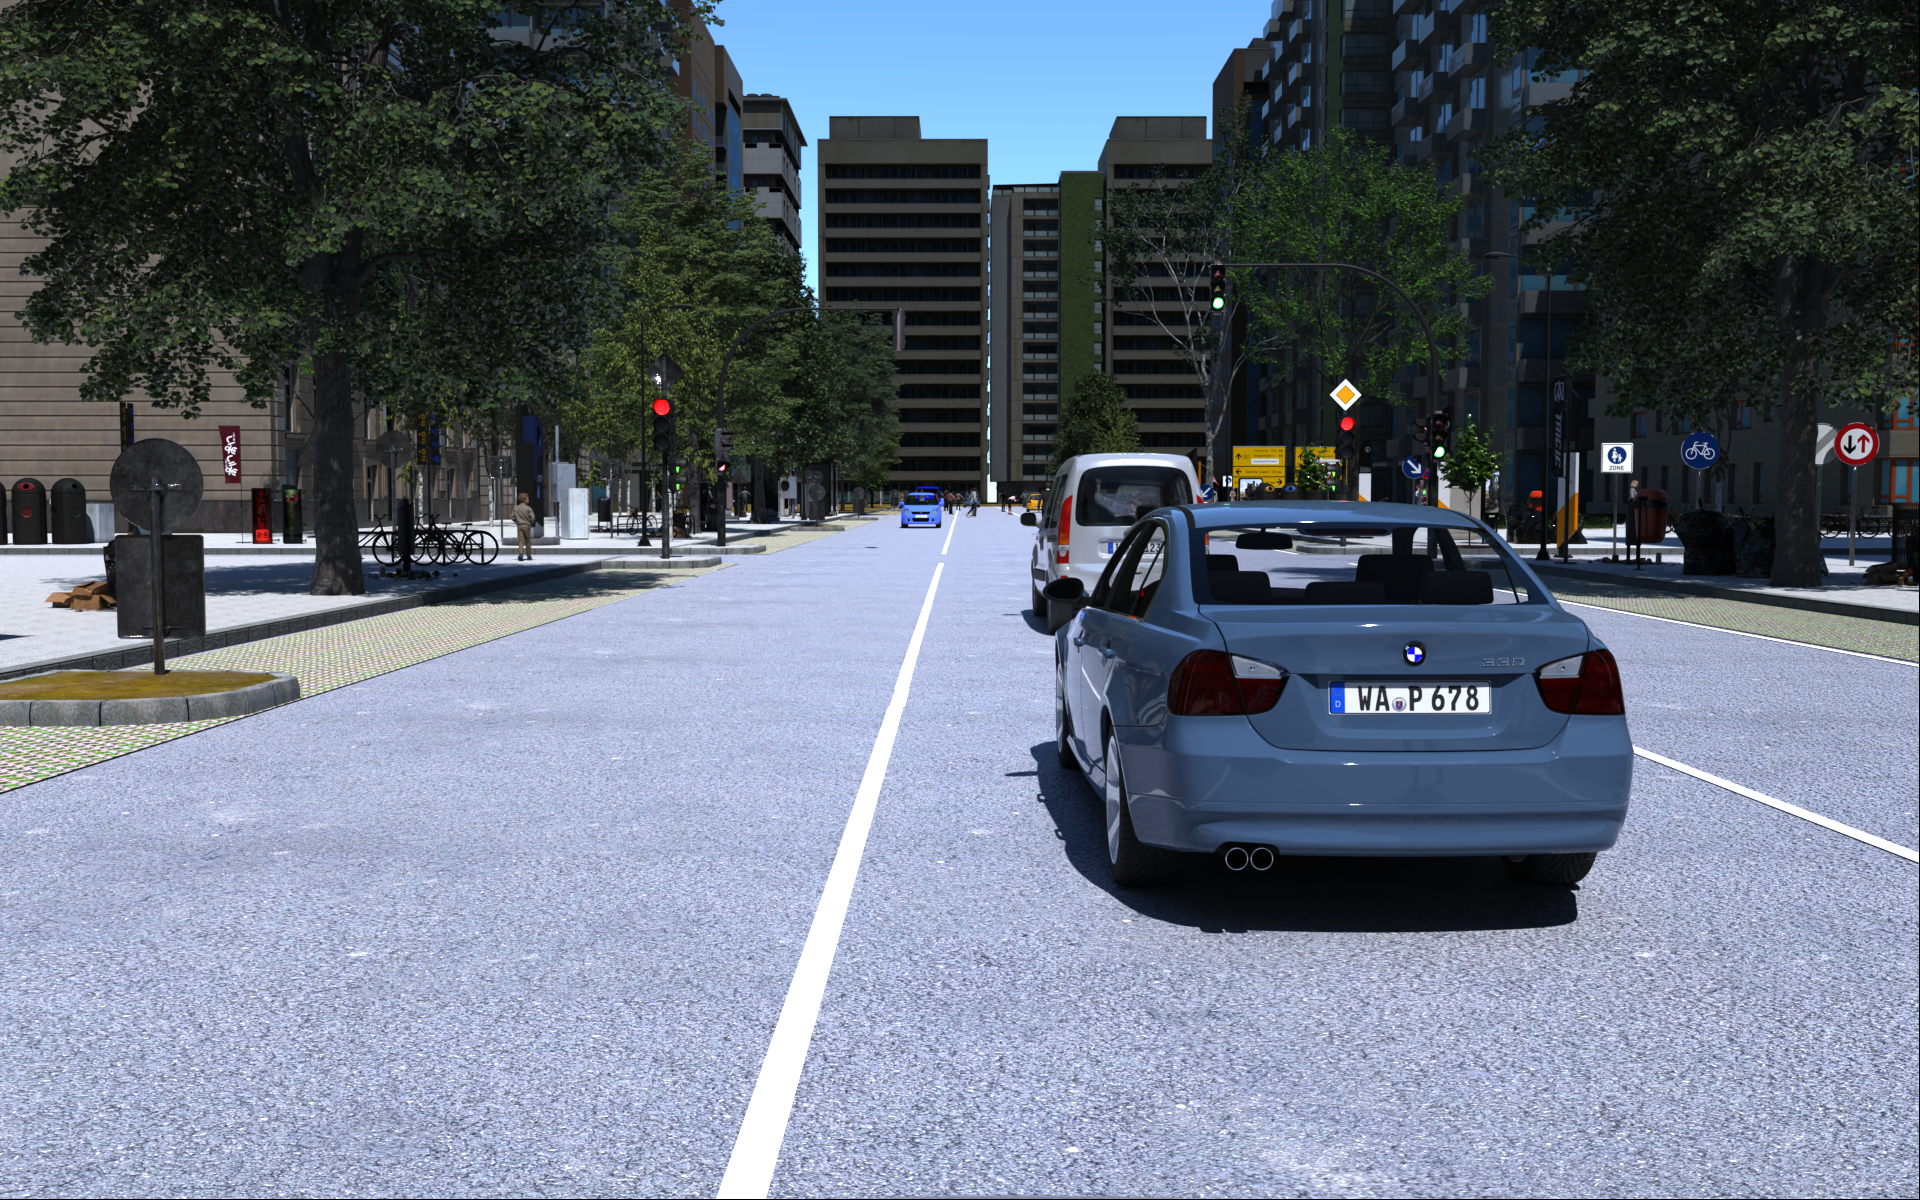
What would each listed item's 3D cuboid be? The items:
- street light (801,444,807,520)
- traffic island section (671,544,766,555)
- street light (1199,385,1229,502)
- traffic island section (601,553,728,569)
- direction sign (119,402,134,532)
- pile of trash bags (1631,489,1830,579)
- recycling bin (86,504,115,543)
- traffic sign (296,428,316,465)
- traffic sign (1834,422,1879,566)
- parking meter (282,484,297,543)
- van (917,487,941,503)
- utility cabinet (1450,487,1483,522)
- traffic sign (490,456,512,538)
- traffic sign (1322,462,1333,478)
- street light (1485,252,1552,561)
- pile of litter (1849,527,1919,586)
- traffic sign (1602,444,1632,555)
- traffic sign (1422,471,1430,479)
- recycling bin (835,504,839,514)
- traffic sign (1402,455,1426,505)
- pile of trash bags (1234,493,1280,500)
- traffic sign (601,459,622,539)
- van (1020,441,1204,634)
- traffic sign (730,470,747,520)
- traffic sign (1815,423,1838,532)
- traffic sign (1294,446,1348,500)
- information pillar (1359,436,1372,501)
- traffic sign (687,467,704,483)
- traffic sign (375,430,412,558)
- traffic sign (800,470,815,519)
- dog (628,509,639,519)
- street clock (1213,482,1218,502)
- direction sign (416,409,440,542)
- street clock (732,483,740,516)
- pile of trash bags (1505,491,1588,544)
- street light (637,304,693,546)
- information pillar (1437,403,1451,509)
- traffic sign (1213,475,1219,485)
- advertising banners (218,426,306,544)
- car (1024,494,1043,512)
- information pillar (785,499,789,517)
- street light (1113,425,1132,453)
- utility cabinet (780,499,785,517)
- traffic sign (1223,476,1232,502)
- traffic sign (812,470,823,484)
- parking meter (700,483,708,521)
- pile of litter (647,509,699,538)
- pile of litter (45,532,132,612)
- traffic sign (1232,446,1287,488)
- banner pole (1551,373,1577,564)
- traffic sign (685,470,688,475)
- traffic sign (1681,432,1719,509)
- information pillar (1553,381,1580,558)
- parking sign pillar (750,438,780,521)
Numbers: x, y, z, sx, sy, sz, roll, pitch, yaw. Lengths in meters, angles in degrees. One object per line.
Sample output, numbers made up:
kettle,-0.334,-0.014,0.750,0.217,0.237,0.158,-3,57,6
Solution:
street light,-7.156,-6.893,85.236,1.470,5.913,1.316,0,3,0
traffic island section,-5.850,-1.230,42.390,2.009,0.180,2.903,0,3,0
street light,10.826,-6.185,73.671,1.470,5.913,1.316,0,3,0
traffic island section,-5.862,-0.742,34.405,2.009,0.180,2.903,0,3,0
direction sign,-20.638,-3.119,42.987,0.379,3.537,0.876,0,4,-7
pile of trash bags,12.265,-1.117,28.011,1.912,1.369,3.447,-2,4,-26
recycling bin,-22.770,-2.018,45.546,0.722,1.027,0.722,1,4,9
traffic sign,-11.839,-1.955,31.976,0.884,2.594,0.081,0,4,5
traffic sign,15.935,-1.882,30.870,0.768,2.556,0.104,0,4,7
parking meter,-17.647,-2.276,45.616,0.372,1.533,0.369,0,3,0
van,-2.574,-8.317,140.360,2.240,2.365,5.245,0,4,1
utility cabinet,14.030,-2.430,48.404,1.173,1.500,0.318,-1,4,-13
traffic sign,-12.239,-2.698,46.238,0.606,2.300,0.079,1,4,9
traffic sign,14.530,-4.226,69.205,0.768,2.556,0.104,1,4,9
street light,10.771,-3.724,33.422,1.470,5.913,1.316,0,3,0
pile of litter,13.479,-0.656,24.697,1.719,0.858,1.176,0,4,-5
traffic sign,13.173,-1.998,34.798,0.606,2.300,0.079,1,4,9
traffic sign,16.236,-3.660,59.942,0.768,2.556,0.104,1,4,9
recycling bin,-8.190,-5.962,110.034,0.722,1.027,0.722,-2,4,-34
traffic sign,14.870,-3.465,56.757,0.768,2.556,0.104,1,4,9
pile of trash bags,14.353,-4.514,83.552,1.912,1.369,3.447,-1,4,-15
traffic sign,-10.034,-2.920,49.864,0.606,2.300,0.079,0,4,1
van,1.699,-0.740,19.108,2.013,2.044,4.112,0,4,-1
traffic sign,-10.886,-5.207,85.139,0.884,2.594,0.081,0,4,2
traffic sign,15.453,-1.900,31.173,0.768,2.556,0.104,0,4,7
traffic sign,15.424,-4.903,74.034,2.265,3.308,0.079,0,4,8
information pillar,16.284,-4.784,69.574,0.504,3.616,0.183,1,4,11
traffic sign,-9.884,-3.829,64.740,0.606,2.300,0.079,0,4,5
traffic sign,-11.313,-2.110,34.604,0.768,2.556,0.104,0,4,7
traffic sign,-7.971,-5.525,90.445,0.768,2.556,0.104,0,4,6
dog,-16.970,-4.478,90.039,0.540,0.507,0.406,-1,4,-19
street clock,14.730,-5.882,100.747,0.471,2.002,0.358,0,4,5
direction sign,-14.272,-3.336,46.544,0.379,3.537,0.876,1,4,22
street clock,-11.556,-5.181,89.277,0.471,2.002,0.358,-1,4,-13
pile of trash bags,15.406,-2.206,45.821,1.912,1.369,3.447,1,4,11
street light,-7.236,-4.279,42.497,1.470,5.913,1.316,0,3,0
information pillar,12.358,-3.249,44.469,0.504,3.616,0.183,0,4,1
traffic sign,15.353,-6.455,105.550,0.884,2.594,0.081,0,4,4
advertising banners,-17.897,-2.951,44.434,2.074,3.025,0.090,-1,4,-9
car,6.037,-7.627,134.929,2.015,1.641,3.980,0,4,1
information pillar,-9.822,-5.682,97.399,0.304,2.012,0.304,-2,4,-28
street light,11.013,-8.839,117.062,1.470,5.913,1.316,0,3,0
utility cabinet,-10.282,-5.216,96.442,1.020,1.237,0.306,0,4,1
traffic sign,15.220,-5.883,98.319,0.606,2.300,0.079,0,4,6
traffic sign,-7.742,-5.687,93.086,0.768,2.556,0.104,0,4,7
parking meter,-12.112,-4.656,81.835,0.399,1.863,0.255,-2,4,-32
pile of litter,-8.519,-2.269,51.058,1.719,0.858,1.176,3,5,41
pile of litter,-9.729,-0.345,19.601,1.176,0.858,1.719,-1,4,-10
traffic sign,12.587,-4.836,72.949,2.265,3.308,0.079,0,4,3
banner pole,11.150,-2.573,32.083,0.401,3.779,0.863,0,4,-8
traffic sign,-12.538,-4.967,81.323,0.768,2.556,0.104,0,4,8
traffic sign,15.085,-2.158,35.389,0.768,2.556,0.104,0,4,2
information pillar,12.193,-2.653,34.730,0.183,3.616,0.504,-2,4,-25
parking sign pillar,-9.340,-5.770,82.813,1.447,3.967,1.447,0,4,-4
